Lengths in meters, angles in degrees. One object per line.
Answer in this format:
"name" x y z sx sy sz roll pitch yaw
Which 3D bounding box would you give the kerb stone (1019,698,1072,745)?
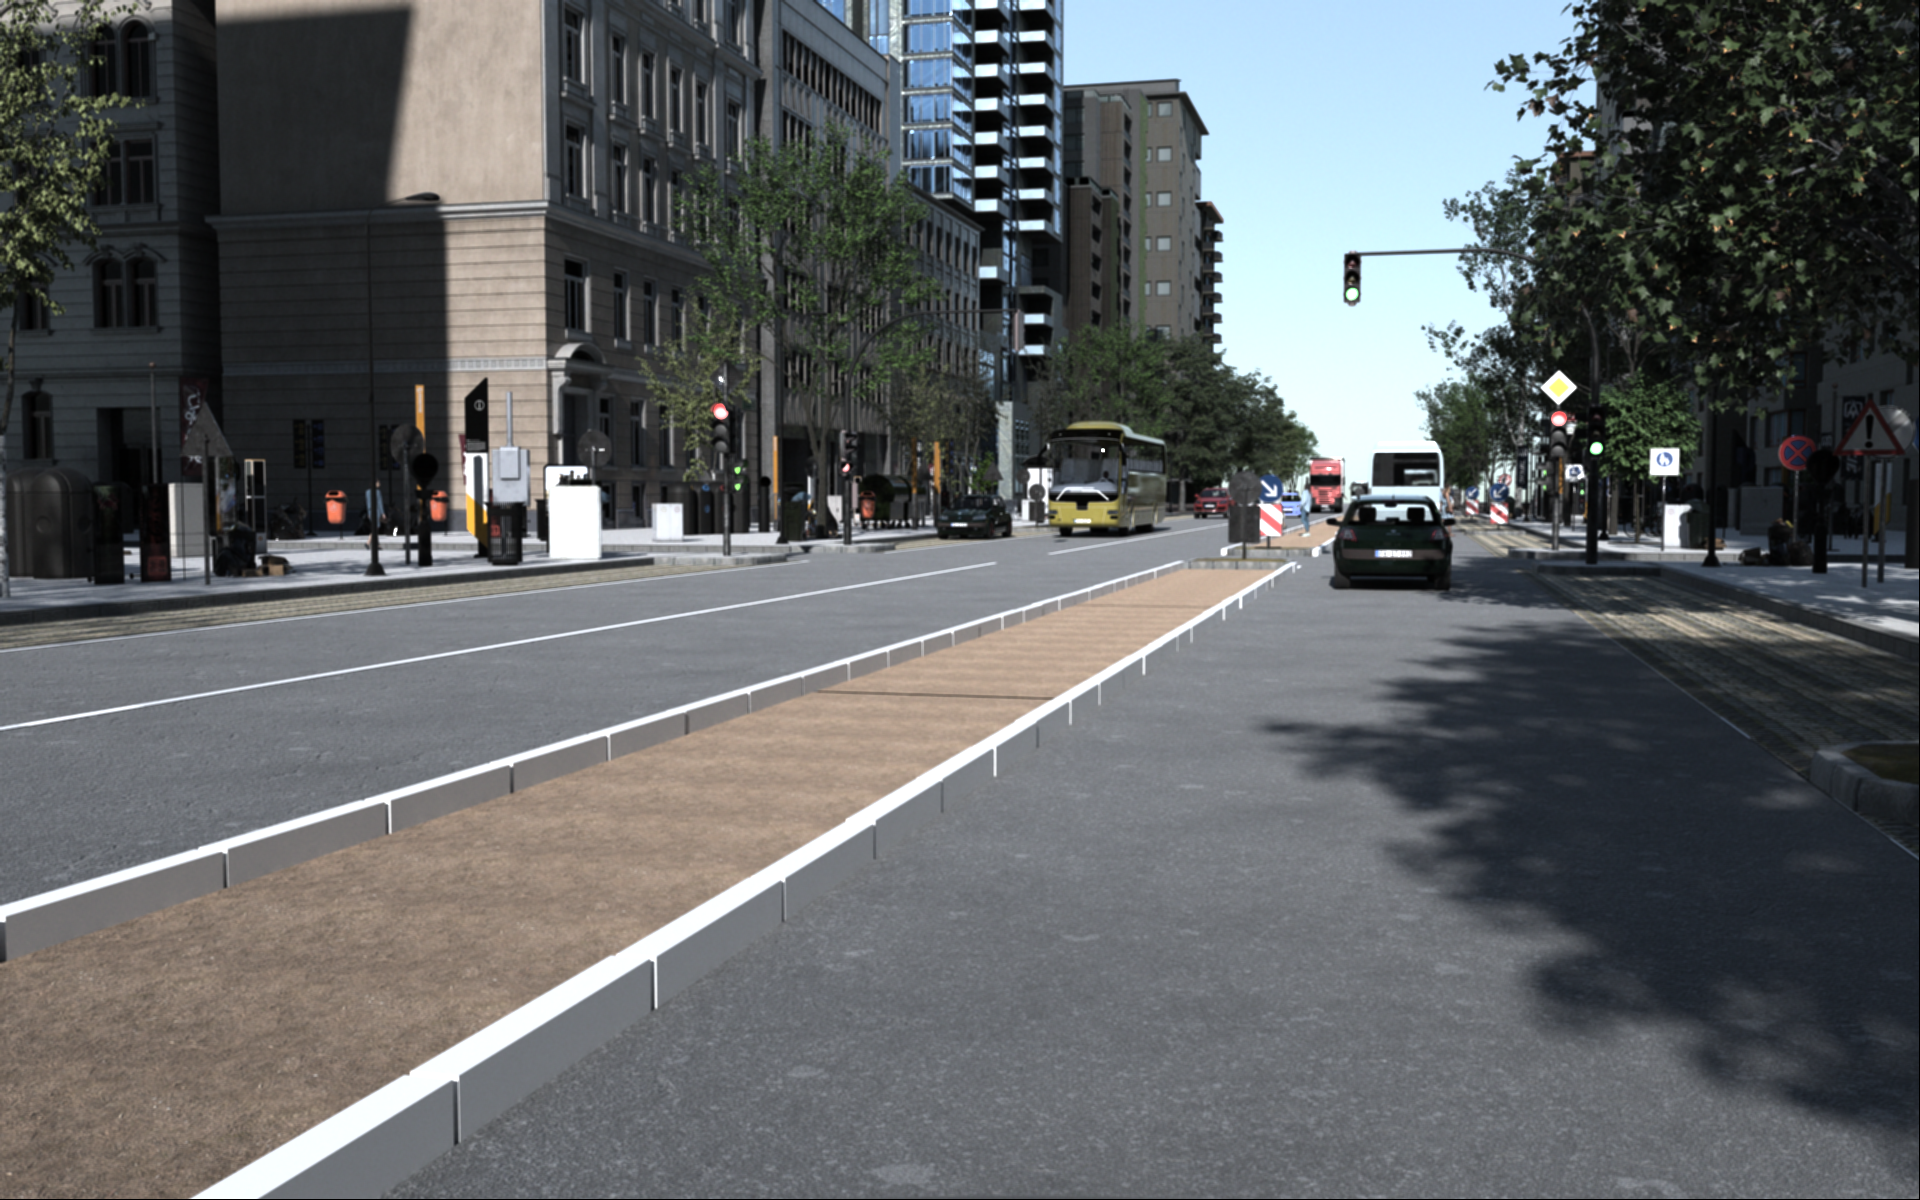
"kerb stone" 0.496 0.729 10.276 0.120 0.150 1.000 1 4 14

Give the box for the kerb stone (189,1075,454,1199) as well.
"kerb stone" -1.294 1.154 3.331 0.120 0.150 1.000 1 4 14

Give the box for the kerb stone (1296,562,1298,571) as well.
"kerb stone" 6.160 -0.604 32.080 0.120 0.150 1.000 1 4 14

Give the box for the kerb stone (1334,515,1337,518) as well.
"kerb stone" 21.226 -4.676 98.641 0.120 0.150 1.000 1 4 14

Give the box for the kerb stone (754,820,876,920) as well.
"kerb stone" -0.521 0.978 6.313 0.120 0.150 1.000 1 4 14

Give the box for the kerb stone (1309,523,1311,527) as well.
"kerb stone" 14.551 -3.091 72.822 0.120 0.150 1.000 1 4 14

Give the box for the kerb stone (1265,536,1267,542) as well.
"kerb stone" 8.884 -1.761 50.980 0.120 0.150 1.000 1 4 14

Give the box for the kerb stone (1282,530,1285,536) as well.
"kerb stone" 10.689 -2.184 57.936 0.120 0.150 1.000 1 4 14

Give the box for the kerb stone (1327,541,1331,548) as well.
"kerb stone" 9.384 -1.362 44.549 0.120 0.150 1.000 1 4 14

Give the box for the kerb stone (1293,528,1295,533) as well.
"kerb stone" 11.970 -2.487 62.893 0.120 0.150 1.000 1 4 14

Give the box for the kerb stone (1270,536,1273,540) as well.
"kerb stone" 9.394 -1.882 52.963 0.120 0.150 1.000 1 4 14

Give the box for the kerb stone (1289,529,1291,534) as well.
"kerb stone" 11.455 -2.366 60.915 0.120 0.150 1.000 1 4 14

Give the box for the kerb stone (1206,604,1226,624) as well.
"kerb stone" 2.808 0.183 19.200 0.120 0.150 1.000 1 4 14

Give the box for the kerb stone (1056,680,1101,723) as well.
"kerb stone" 0.757 0.669 11.265 0.120 0.150 1.000 1 4 14

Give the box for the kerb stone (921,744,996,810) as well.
"kerb stone" -0.014 0.850 8.295 0.120 0.150 1.000 1 4 14

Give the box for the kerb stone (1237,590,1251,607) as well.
"kerb stone" 3.590 0.002 22.168 0.120 0.150 1.000 1 4 14

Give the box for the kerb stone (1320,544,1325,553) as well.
"kerb stone" 8.609 -1.184 41.557 0.120 0.150 1.000 1 4 14

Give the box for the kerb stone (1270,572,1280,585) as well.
"kerb stone" 4.877 -0.302 27.126 0.120 0.150 1.000 1 4 14

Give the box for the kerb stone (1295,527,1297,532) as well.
"kerb stone" 12.232 -2.547 63.881 0.120 0.150 1.000 1 4 14

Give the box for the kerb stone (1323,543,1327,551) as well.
"kerb stone" 8.867 -1.239 42.566 0.120 0.150 1.000 1 4 14

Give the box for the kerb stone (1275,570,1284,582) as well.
"kerb stone" 5.131 -0.357 28.119 0.120 0.150 1.000 1 4 14

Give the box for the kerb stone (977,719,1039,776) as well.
"kerb stone" 0.248 0.790 9.284 0.120 0.150 1.000 1 4 14

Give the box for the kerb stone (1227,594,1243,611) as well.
"kerb stone" 3.317 0.062 21.181 0.120 0.150 1.000 1 4 14

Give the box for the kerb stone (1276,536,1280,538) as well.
"kerb stone" 10.165 -2.064 55.946 0.120 0.150 1.000 1 4 14

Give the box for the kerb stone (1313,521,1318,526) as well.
"kerb stone" 16.094 -3.461 78.785 0.120 0.150 1.000 1 4 14

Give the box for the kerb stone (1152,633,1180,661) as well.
"kerb stone" 1.786 0.426 15.226 0.120 0.150 1.000 1 4 14

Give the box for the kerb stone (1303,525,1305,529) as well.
"kerb stone" 13.516 -2.853 68.844 0.120 0.150 1.000 1 4 14

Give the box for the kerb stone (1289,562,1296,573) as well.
"kerb stone" 5.893 -0.544 31.094 0.120 0.150 1.000 1 4 14

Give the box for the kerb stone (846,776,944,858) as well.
"kerb stone" -0.266 0.911 7.305 0.120 0.150 1.000 1 4 14

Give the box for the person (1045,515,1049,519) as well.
"person" 3.990 -3.517 71.494 0.738 1.151 1.012 -1 4 -19

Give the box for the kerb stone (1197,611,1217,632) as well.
"kerb stone" 2.560 0.246 18.209 0.120 0.150 1.000 1 4 14

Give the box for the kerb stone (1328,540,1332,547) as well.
"kerb stone" 9.637 -1.425 45.539 0.120 0.150 1.000 1 4 14

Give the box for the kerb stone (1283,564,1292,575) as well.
"kerb stone" 5.638 -0.484 30.102 0.120 0.150 1.000 1 4 14

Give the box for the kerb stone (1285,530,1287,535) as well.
"kerb stone" 10.944 -2.247 58.936 0.120 0.150 1.000 1 4 14

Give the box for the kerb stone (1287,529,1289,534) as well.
"kerb stone" 11.191 -2.308 59.927 0.120 0.150 1.000 1 4 14

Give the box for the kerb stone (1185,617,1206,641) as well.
"kerb stone" 2.305 0.305 17.217 0.120 0.150 1.000 1 4 14

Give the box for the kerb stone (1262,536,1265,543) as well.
"kerb stone" 8.627 -1.700 49.985 0.120 0.150 1.000 1 4 14

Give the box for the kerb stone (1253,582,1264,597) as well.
"kerb stone" 4.104 -0.119 24.149 0.120 0.150 1.000 1 4 14

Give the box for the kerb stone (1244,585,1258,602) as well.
"kerb stone" 3.845 -0.059 23.158 0.120 0.150 1.000 1 4 14

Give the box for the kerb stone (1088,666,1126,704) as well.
"kerb stone" 1.016 0.608 12.257 0.120 0.150 1.000 1 4 14

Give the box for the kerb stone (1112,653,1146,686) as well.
"kerb stone" 1.267 0.549 13.248 0.120 0.150 1.000 1 4 14

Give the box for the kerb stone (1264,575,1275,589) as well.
"kerb stone" 4.612 -0.241 26.132 0.120 0.150 1.000 1 4 14

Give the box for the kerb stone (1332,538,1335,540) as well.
"kerb stone" 10.153 -1.549 47.523 0.120 0.150 1.000 1 4 14

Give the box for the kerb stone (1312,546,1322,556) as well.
"kerb stone" 8.345 -1.120 40.564 0.120 0.150 1.000 1 4 14

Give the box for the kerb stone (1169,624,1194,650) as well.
"kerb stone" 2.044 0.365 16.223 0.120 0.150 1.000 1 4 14

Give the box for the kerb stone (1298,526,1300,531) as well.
"kerb stone" 12.743 -2.670 65.866 0.120 0.150 1.000 1 4 14

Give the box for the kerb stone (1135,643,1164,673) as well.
"kerb stone" 1.531 0.489 14.236 0.120 0.150 1.000 1 4 14

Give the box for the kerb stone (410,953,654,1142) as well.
"kerb stone" -1.038 1.093 4.321 0.120 0.150 1.000 1 4 14

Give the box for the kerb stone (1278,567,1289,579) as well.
"kerb stone" 5.387 -0.423 29.111 0.120 0.150 1.000 1 4 14

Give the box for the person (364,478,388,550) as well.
"person" -14.624 -2.120 43.188 0.581 1.822 0.654 3 5 42

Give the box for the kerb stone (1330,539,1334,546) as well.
"kerb stone" 9.900 -1.486 46.526 0.120 0.150 1.000 1 4 14

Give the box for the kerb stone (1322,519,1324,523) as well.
"kerb stone" 17.376 -3.764 83.757 0.120 0.150 1.000 1 4 14

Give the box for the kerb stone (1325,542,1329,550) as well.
"kerb stone" 9.130 -1.301 43.554 0.120 0.150 1.000 1 4 14

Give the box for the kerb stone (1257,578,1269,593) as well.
"kerb stone" 4.354 -0.180 25.143 0.120 0.150 1.000 1 4 14

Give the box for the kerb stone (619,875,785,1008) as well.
"kerb stone" -0.777 1.036 5.318 0.120 0.150 1.000 1 4 14

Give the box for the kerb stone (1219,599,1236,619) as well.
"kerb stone" 3.074 0.123 20.188 0.120 0.150 1.000 1 4 14

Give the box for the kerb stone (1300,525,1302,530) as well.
"kerb stone" 12.997 -2.729 66.864 0.120 0.150 1.000 1 4 14

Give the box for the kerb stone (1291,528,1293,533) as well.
"kerb stone" 11.721 -2.426 61.902 0.120 0.150 1.000 1 4 14

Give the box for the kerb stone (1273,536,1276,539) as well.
"kerb stone" 9.656 -1.943 53.959 0.120 0.150 1.000 1 4 14
